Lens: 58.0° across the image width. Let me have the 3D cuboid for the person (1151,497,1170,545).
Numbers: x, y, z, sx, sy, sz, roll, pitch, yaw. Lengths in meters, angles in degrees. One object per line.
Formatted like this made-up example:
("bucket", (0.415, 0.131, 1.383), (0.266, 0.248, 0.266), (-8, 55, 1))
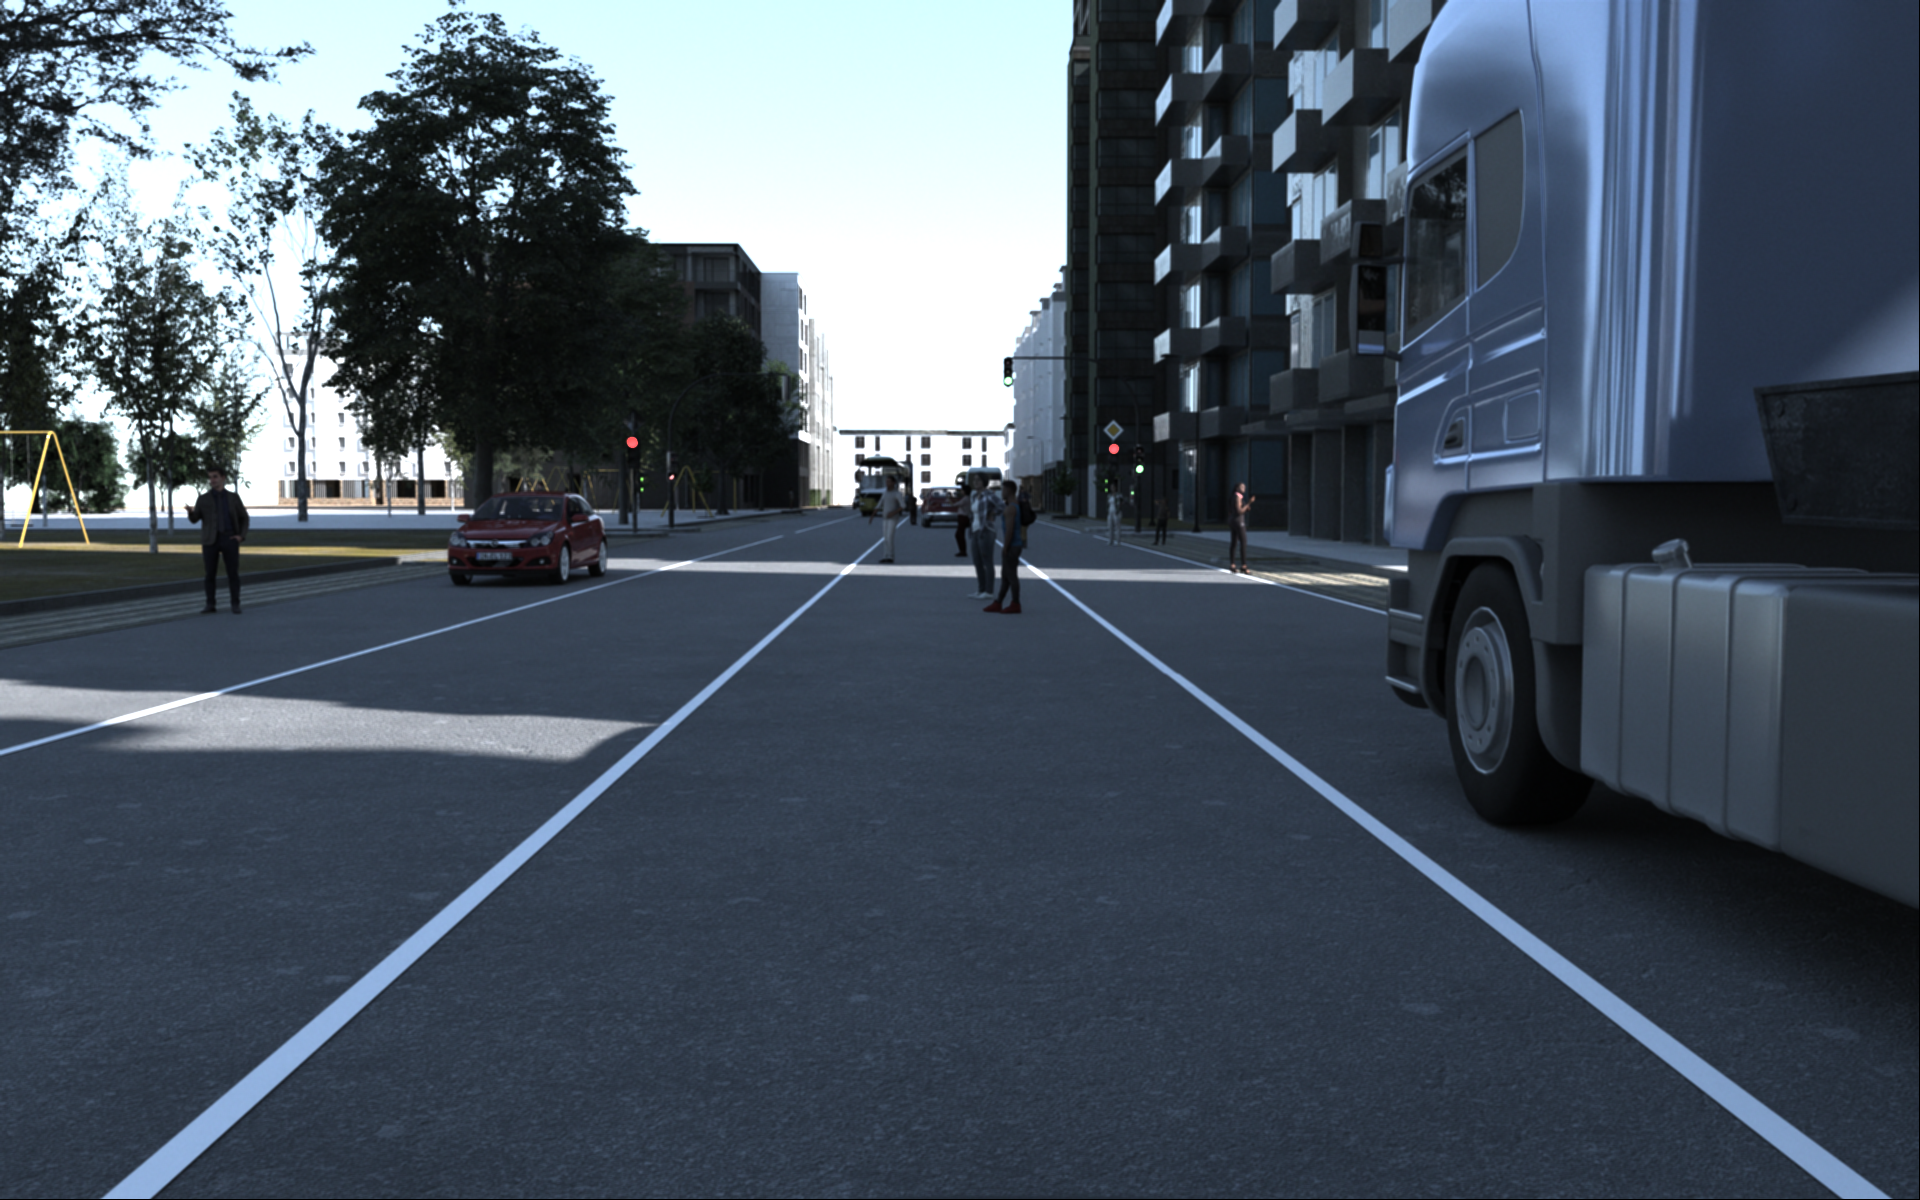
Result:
("person", (5.640, -2.216, 48.641), (0.435, 1.345, 0.340), (-2, 4, -27))

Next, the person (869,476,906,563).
("person", (-1.519, -1.669, 35.929), (0.875, 1.805, 0.789), (3, 5, 41))

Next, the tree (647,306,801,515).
("tree", (-14.480, -11.562, 106.054), (9.611, 12.733, 9.660), (0, 3, 0))

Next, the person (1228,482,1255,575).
("person", (5.048, -1.285, 30.980), (0.593, 1.643, 0.415), (3, 4, 38))

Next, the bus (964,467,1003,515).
("bus", (1.717, -7.902, 124.064), (2.948, 3.499, 13.247), (0, 4, 0))

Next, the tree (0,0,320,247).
("tree", (-12.415, -6.608, 18.404), (12.009, 13.543, 11.850), (0, 3, 0))

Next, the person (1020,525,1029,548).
("person", (1.656, -1.807, 45.967), (0.347, 0.859, 0.695), (0, 4, 6))

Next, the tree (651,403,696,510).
("tree", (-22.343, -11.401, 136.762), (4.360, 8.622, 3.978), (0, 3, 0))

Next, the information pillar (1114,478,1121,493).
("information pillar", (7.104, -4.513, 78.276), (0.304, 2.012, 0.304), (1, 4, 22))

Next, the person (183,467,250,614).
("person", (-8.853, -0.710, 20.632), (0.617, 1.759, 0.750), (-1, 4, -10))

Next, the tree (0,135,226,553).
("tree", (-17.480, -5.307, 37.126), (4.360, 8.622, 3.978), (0, 3, 0))

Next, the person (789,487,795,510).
("person", (-13.871, -8.375, 142.974), (0.705, 1.824, 1.348), (1, 4, 10))

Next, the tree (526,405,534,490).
("tree", (-29.656, -10.309, 118.922), (4.360, 8.622, 3.978), (0, 3, 0))

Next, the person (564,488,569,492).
("person", (-16.983, -4.056, 74.570), (0.499, 1.552, 0.429), (2, 4, 28))

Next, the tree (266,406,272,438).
("tree", (-39.746, -8.770, 93.753), (4.737, 8.622, 4.395), (0, 3, 0))

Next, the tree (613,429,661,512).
("tree", (-23.463, -10.755, 126.209), (4.737, 8.622, 4.395), (0, 3, 0))

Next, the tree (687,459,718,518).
("tree", (-13.609, -6.040, 93.352), (1.663, 3.219, 1.824), (0, 3, 0))

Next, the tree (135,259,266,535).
("tree", (-24.749, -6.308, 53.504), (4.737, 8.622, 4.395), (0, 3, 0))

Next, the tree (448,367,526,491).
("tree", (-26.565, -8.888, 95.683), (4.360, 8.622, 3.978), (0, 3, 0))

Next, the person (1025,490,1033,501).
("person", (4.748, -7.002, 123.709), (0.841, 1.734, 0.376), (2, 4, 24))

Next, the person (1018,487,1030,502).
("person", (3.094, -4.516, 82.786), (0.683, 1.767, 0.568), (0, 4, -1))

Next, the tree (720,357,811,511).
("tree", (-14.879, -12.544, 130.845), (9.928, 11.665, 9.643), (0, 3, 0))

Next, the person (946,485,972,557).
("person", (-0.021, -1.818, 39.680), (0.517, 1.644, 0.566), (-2, 4, -35))

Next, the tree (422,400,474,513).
("tree", (-34.664, -10.309, 118.909), (4.737, 8.622, 4.395), (0, 3, 0))

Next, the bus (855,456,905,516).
("bus", (-5.139, -7.533, 114.703), (2.896, 3.916, 12.252), (0, 4, 0))

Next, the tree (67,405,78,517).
("tree", (-56.630, -8.025, 94.118), (11.467, 7.101, 20.602), (2, 4, 32))

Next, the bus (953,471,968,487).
("bus", (0.760, -11.932, 186.633), (2.896, 3.916, 12.252), (0, 4, -1))

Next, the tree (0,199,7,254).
("tree", (-35.985, -7.712, 51.839), (9.928, 11.665, 9.643), (0, 3, 0))

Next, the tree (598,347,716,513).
("tree", (-22.558, -11.817, 118.969), (9.928, 11.665, 9.643), (0, 3, 0))

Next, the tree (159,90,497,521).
("tree", (-31.584, -13.820, 81.853), (12.611, 20.169, 13.585), (0, 3, 0))

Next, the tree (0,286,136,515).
("tree", (-62.698, -12.699, 109.443), (18.604, 14.587, 13.155), (0, 4, 4))

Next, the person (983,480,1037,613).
("person", (0.599, -0.644, 20.894), (0.662, 1.594, 0.647), (0, 4, 5))

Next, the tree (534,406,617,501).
("tree", (-20.036, -8.726, 93.027), (4.360, 8.622, 3.978), (0, 3, 0))

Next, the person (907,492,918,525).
("person", (-2.215, -4.275, 80.667), (0.482, 1.546, 0.388), (1, 4, 11))

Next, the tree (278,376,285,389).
("tree", (-29.683, -7.332, 70.243), (4.360, 8.622, 3.978), (0, 3, 0))

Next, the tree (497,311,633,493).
("tree", (-18.884, -9.108, 83.321), (7.601, 10.594, 8.767), (0, 4, 2))

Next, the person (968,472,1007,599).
("person", (0.337, -0.885, 23.691), (0.376, 1.734, 0.841), (-1, 4, -20))

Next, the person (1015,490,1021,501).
("person", (2.813, -4.542, 84.221), (0.517, 1.644, 0.566), (-2, 4, -28))

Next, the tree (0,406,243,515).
("tree", (-60.574, -9.875, 124.359), (20.602, 7.101, 11.467), (0, 4, -1))

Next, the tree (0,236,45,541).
("tree", (-26.378, -5.961, 47.820), (4.737, 8.622, 4.395), (0, 3, 0))

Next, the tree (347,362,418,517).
("tree", (-31.553, -8.876, 95.480), (4.360, 8.622, 3.978), (0, 3, 0))

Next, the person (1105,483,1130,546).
("person", (4.305, -2.373, 48.026), (0.376, 1.734, 0.841), (-3, 4, -37))

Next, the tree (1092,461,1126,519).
("tree", (7.791, -5.863, 90.460), (1.663, 3.219, 1.824), (0, 3, 0))

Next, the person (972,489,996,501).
("person", (0.751, -2.776, 54.695), (0.742, 1.727, 0.445), (-1, 4, -12))

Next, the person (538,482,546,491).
("person", (-16.514, -3.736, 67.649), (0.750, 1.759, 0.617), (-1, 4, -16))

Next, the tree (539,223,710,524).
("tree", (-13.888, -9.465, 72.881), (7.486, 12.596, 7.792), (0, 3, 0))

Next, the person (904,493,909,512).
("person", (-4.176, -7.677, 136.234), (0.429, 1.552, 0.499), (-2, 4, -28))

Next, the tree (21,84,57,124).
("tree", (-16.658, -4.856, 29.761), (4.360, 8.622, 3.978), (0, 3, 0))

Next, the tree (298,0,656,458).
("tree", (-12.778, -8.547, 46.397), (9.857, 13.997, 8.962), (0, 3, 0))
